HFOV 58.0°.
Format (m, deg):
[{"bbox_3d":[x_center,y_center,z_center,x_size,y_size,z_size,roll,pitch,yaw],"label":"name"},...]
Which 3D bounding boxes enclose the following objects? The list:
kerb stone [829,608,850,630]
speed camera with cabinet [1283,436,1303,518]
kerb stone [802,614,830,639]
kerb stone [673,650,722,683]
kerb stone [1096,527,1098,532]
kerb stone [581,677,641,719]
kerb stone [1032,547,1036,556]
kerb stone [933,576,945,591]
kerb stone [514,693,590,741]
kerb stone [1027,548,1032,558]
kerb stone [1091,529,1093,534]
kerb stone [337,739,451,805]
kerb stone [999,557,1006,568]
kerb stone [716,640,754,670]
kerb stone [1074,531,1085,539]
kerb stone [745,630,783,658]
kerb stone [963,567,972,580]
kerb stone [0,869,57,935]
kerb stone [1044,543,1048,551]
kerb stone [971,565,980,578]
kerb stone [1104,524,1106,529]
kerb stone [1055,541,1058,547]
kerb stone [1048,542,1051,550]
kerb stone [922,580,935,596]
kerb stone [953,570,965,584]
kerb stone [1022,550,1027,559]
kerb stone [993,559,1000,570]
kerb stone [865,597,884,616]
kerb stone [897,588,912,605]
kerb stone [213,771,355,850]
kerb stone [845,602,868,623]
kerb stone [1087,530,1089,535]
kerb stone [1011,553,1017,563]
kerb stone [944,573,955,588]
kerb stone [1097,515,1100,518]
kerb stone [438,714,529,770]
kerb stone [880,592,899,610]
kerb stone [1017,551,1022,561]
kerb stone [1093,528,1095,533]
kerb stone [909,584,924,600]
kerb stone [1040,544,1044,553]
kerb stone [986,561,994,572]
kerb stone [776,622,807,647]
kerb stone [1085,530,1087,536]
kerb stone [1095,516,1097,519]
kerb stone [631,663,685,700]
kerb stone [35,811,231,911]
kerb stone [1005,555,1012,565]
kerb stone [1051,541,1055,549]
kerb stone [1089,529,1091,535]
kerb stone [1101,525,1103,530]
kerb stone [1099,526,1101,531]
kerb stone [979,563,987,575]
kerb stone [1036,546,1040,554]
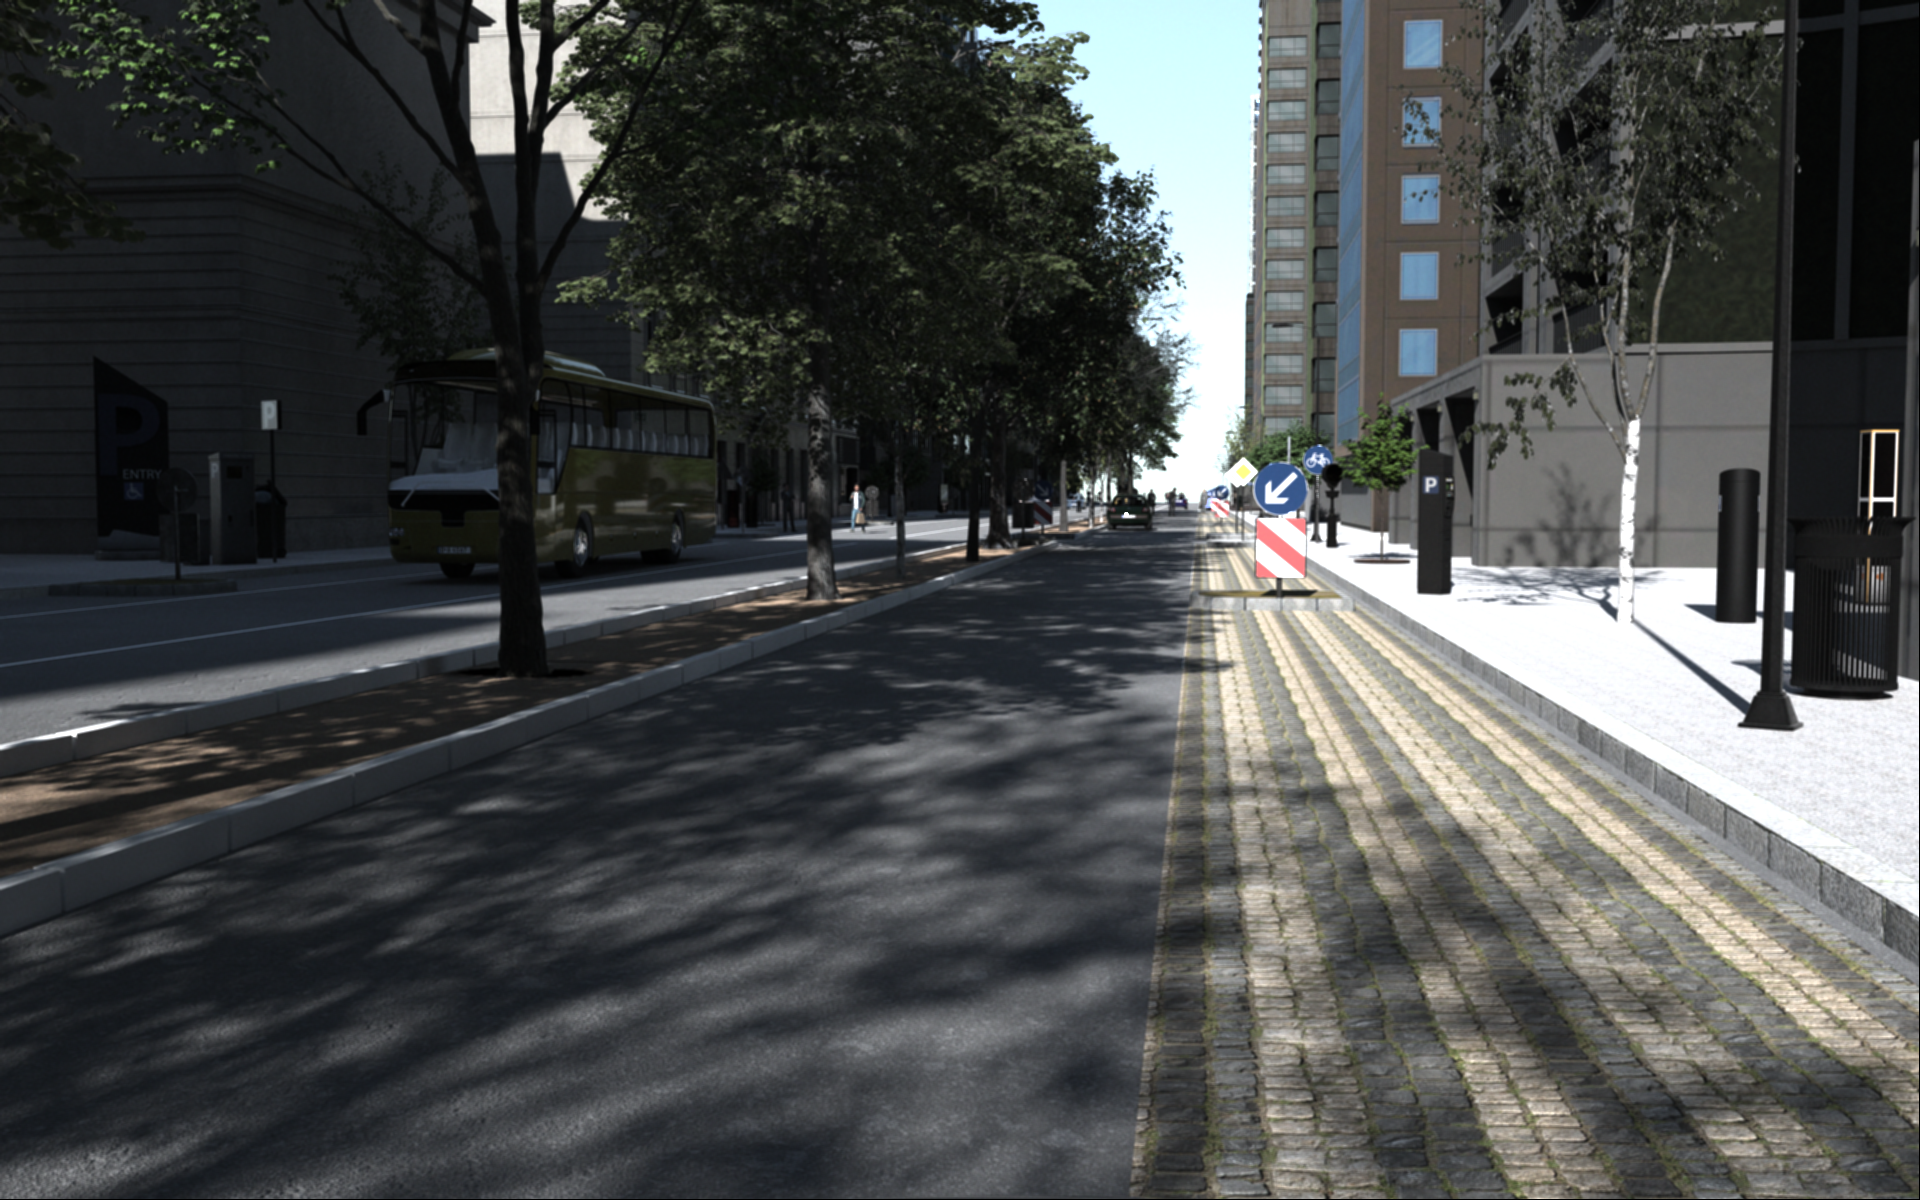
[{"bbox_3d":[-1.368,0.227,18.624,0.120,0.150,1.000,0,4,8],"label":"kerb stone"},{"bbox_3d":[11.241,-3.935,58.671,0.660,3.252,2.038,1,4,18],"label":"speed camera with cabinet"},{"bbox_3d":[-1.511,0.282,17.608,0.120,0.150,1.000,0,4,8],"label":"kerb stone"},{"bbox_3d":[-2.075,0.529,13.546,0.120,0.150,1.000,0,4,8],"label":"kerb stone"},{"bbox_3d":[4.902,-2.548,63.859,0.120,0.150,1.000,0,4,8],"label":"kerb stone"},{"bbox_3d":[-2.354,0.656,11.515,0.120,0.150,1.000,0,4,8],"label":"kerb stone"},{"bbox_3d":[1.588,-1.087,39.976,0.120,0.150,1.000,0,4,8],"label":"kerb stone"},{"bbox_3d":[-0.389,-0.214,25.748,0.120,0.150,1.000,0,4,8],"label":"kerb stone"},{"bbox_3d":[-2.494,0.715,10.502,0.120,0.150,1.000,0,4,8],"label":"kerb stone"},{"bbox_3d":[1.452,-1.025,38.963,0.120,0.150,1.000,0,4,8],"label":"kerb stone"},{"bbox_3d":[4.481,-2.362,60.807,0.120,0.150,1.000,0,4,8],"label":"kerb stone"},{"bbox_3d":[-2.777,0.841,8.477,0.120,0.150,1.000,0,4,8],"label":"kerb stone"},{"bbox_3d":[0.742,-0.709,33.873,0.120,0.150,1.000,0,4,8],"label":"kerb stone"},{"bbox_3d":[-1.936,0.472,14.559,0.120,0.150,1.000,0,4,8],"label":"kerb stone"},{"bbox_3d":[3.916,-2.113,56.747,0.120,0.150,1.000,0,4,8],"label":"kerb stone"},{"bbox_3d":[-1.792,0.405,15.571,0.120,0.150,1.000,0,4,8],"label":"kerb stone"},{"bbox_3d":[0.038,-0.404,28.795,0.120,0.150,1.000,0,4,8],"label":"kerb stone"},{"bbox_3d":[-3.201,1.027,5.432,0.120,0.150,1.000,0,4,8],"label":"kerb stone"},{"bbox_3d":[2.014,-1.269,43.025,0.120,0.150,1.000,0,4,8],"label":"kerb stone"},{"bbox_3d":[0.174,-0.466,29.809,0.120,0.150,1.000,0,4,8],"label":"kerb stone"},{"bbox_3d":[5.605,-2.857,68.932,0.120,0.150,1.000,0,4,8],"label":"kerb stone"},{"bbox_3d":[2.435,-1.460,46.073,0.120,0.150,1.000,0,4,8],"label":"kerb stone"},{"bbox_3d":[2.152,-1.333,44.038,0.120,0.150,1.000,0,4,8],"label":"kerb stone"},{"bbox_3d":[-0.522,-0.147,24.735,0.120,0.150,1.000,0,4,8],"label":"kerb stone"},{"bbox_3d":[-0.094,-0.342,27.782,0.120,0.150,1.000,0,4,8],"label":"kerb stone"},{"bbox_3d":[1.305,-0.963,37.951,0.120,0.150,1.000,0,4,8],"label":"kerb stone"},{"bbox_3d":[0.600,-0.652,32.856,0.120,0.150,1.000,0,4,8],"label":"kerb stone"},{"bbox_3d":[-1.085,0.096,20.656,0.120,0.150,1.000,0,4,8],"label":"kerb stone"},{"bbox_3d":[-0.805,-0.025,22.695,0.120,0.150,1.000,0,4,8],"label":"kerb stone"},{"bbox_3d":[-2.918,0.905,7.465,0.120,0.150,1.000,0,4,8],"label":"kerb stone"},{"bbox_3d":[-1.226,0.156,19.642,0.120,0.150,1.000,0,4,8],"label":"kerb stone"},{"bbox_3d":[4.189,-2.237,58.775,0.120,0.150,1.000,0,4,8],"label":"kerb stone"},{"bbox_3d":[1.026,-0.838,35.916,0.120,0.150,1.000,0,4,8],"label":"kerb stone"},{"bbox_3d":[-0.249,-0.280,26.767,0.120,0.150,1.000,0,4,8],"label":"kerb stone"},{"bbox_3d":[8.161,-4.920,102.695,0.120,0.150,1.000,0,4,8],"label":"kerb stone"},{"bbox_3d":[-2.627,0.779,9.489,0.120,0.150,1.000,0,4,8],"label":"kerb stone"},{"bbox_3d":[-0.941,0.032,21.677,0.120,0.150,1.000,0,4,8],"label":"kerb stone"},{"bbox_3d":[1.166,-0.901,36.928,0.120,0.150,1.000,0,4,8],"label":"kerb stone"},{"bbox_3d":[4.623,-2.424,61.829,0.120,0.150,1.000,0,4,8],"label":"kerb stone"},{"bbox_3d":[-0.662,-0.087,23.708,0.120,0.150,1.000,0,4,8],"label":"kerb stone"},{"bbox_3d":[1.872,-1.212,42.012,0.120,0.150,1.000,0,4,8],"label":"kerb stone"},{"bbox_3d":[0.453,-0.590,31.836,0.120,0.150,1.000,0,4,8],"label":"kerb stone"},{"bbox_3d":[-1.656,0.343,16.584,0.120,0.150,1.000,0,4,8],"label":"kerb stone"},{"bbox_3d":[4.049,-2.171,57.763,0.120,0.150,1.000,0,4,8],"label":"kerb stone"},{"bbox_3d":[7.468,-4.614,97.627,0.120,0.150,1.000,0,4,8],"label":"kerb stone"},{"bbox_3d":[-2.216,0.595,12.528,0.120,0.150,1.000,0,4,8],"label":"kerb stone"},{"bbox_3d":[-3.058,0.963,6.445,0.120,0.150,1.000,0,4,8],"label":"kerb stone"},{"bbox_3d":[0.876,-0.773,34.896,0.120,0.150,1.000,0,4,8],"label":"kerb stone"},{"bbox_3d":[2.294,-1.391,45.051,0.120,0.150,1.000,0,4,8],"label":"kerb stone"},{"bbox_3d":[4.332,-2.299,59.787,0.120,0.150,1.000,0,4,8],"label":"kerb stone"},{"bbox_3d":[5.328,-2.733,66.899,0.120,0.150,1.000,0,4,8],"label":"kerb stone"},{"bbox_3d":[5.177,-2.672,65.888,0.120,0.150,1.000,0,4,8],"label":"kerb stone"},{"bbox_3d":[0.320,-0.528,30.821,0.120,0.150,1.000,0,4,8],"label":"kerb stone"},{"bbox_3d":[1.733,-1.150,40.995,0.120,0.150,1.000,0,4,8],"label":"kerb stone"}]
